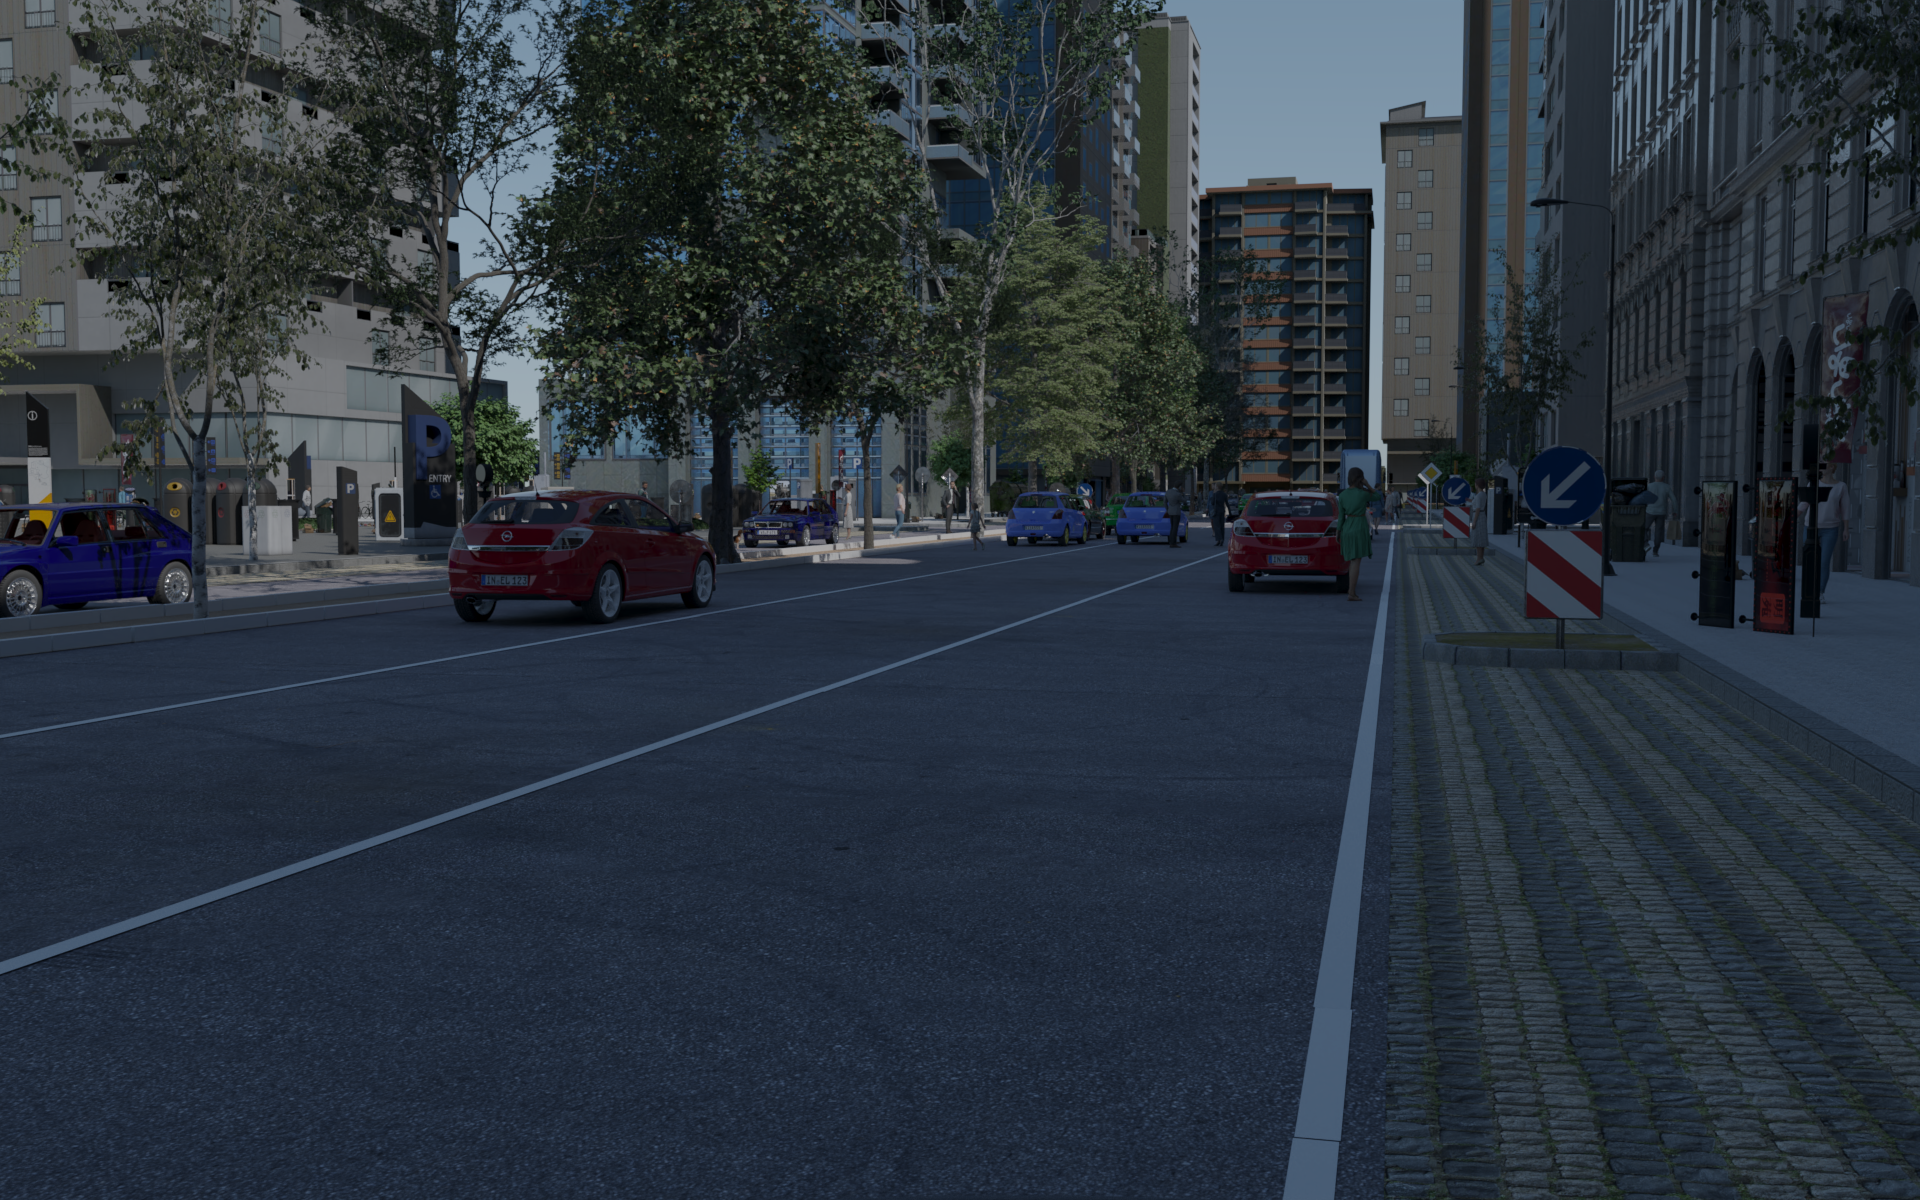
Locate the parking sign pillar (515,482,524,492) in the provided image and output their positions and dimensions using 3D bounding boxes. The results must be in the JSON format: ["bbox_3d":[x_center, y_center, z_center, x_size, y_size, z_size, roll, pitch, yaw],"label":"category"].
[{"bbox_3d":[-40.023,-10.276,156.491,1.447,3.967,1.447,-1,4,-13],"label":"parking sign pillar"}]

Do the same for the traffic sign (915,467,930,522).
[{"bbox_3d":[-1.750,-4.920,80.555,0.768,2.556,0.104,1,4,23],"label":"traffic sign"}]

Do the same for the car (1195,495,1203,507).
[{"bbox_3d":[23.700,-9.696,171.103,1.945,1.354,3.894,1,4,15],"label":"car"}]

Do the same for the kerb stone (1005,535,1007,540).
[{"bbox_3d":[1.393,-1.939,53.972,0.120,0.150,1.000,1,4,14],"label":"kerb stone"}]

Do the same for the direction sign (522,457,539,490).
[{"bbox_3d":[-25.266,-6.730,102.036,0.876,3.537,0.379,0,4,-2],"label":"direction sign"}]

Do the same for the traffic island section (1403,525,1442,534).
[{"bbox_3d":[17.272,-2.517,63.432,2.009,0.180,2.903,1,4,14],"label":"traffic island section"}]

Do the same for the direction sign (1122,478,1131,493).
[{"bbox_3d":[13.619,-9.120,141.109,0.876,3.537,0.379,-1,4,-9],"label":"direction sign"}]

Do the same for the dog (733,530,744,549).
[{"bbox_3d":[-5.956,-1.589,45.264,0.540,0.507,0.406,-2,4,-32],"label":"dog"}]

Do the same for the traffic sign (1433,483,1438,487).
[{"bbox_3d":[37.665,-8.383,136.793,0.795,2.593,0.064,1,4,15],"label":"traffic sign"}]

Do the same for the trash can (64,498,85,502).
[{"bbox_3d":[-30.875,-2.987,60.488,0.748,1.137,0.748,0,3,0],"label":"trash can"}]

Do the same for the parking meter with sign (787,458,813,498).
[{"bbox_3d":[-7.536,-5.384,84.283,1.738,3.016,0.543,-2,4,-35],"label":"parking meter with sign"}]

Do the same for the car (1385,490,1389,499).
[{"bbox_3d":[40.151,-9.565,165.057,2.281,1.827,5.304,1,4,14],"label":"car"}]

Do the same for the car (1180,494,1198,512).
[{"bbox_3d":[16.770,-7.300,129.140,2.009,1.686,4.222,1,4,13],"label":"car"}]

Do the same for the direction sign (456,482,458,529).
[{"bbox_3d":[-15.866,-3.825,54.541,0.379,3.537,0.876,-1,4,-14],"label":"direction sign"}]

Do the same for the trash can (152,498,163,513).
[{"bbox_3d":[-29.694,-3.235,64.543,0.748,1.137,0.748,0,3,0],"label":"trash can"}]

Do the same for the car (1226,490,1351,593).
[{"bbox_3d":[5.137,-1.077,26.650,2.155,1.783,4.494,1,4,13],"label":"car"}]

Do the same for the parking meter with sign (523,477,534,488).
[{"bbox_3d":[-21.797,-5.735,90.020,1.738,3.016,0.543,-1,4,-19],"label":"parking meter with sign"}]

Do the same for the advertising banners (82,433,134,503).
[{"bbox_3d":[-24.789,-3.318,50.437,2.074,3.025,0.090,1,4,23],"label":"advertising banners"}]

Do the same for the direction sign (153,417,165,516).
[{"bbox_3d":[-23.463,-3.597,50.811,0.379,3.537,0.876,0,4,-7],"label":"direction sign"}]

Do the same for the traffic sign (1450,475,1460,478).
[{"bbox_3d":[26.518,-5.541,92.722,0.606,2.300,0.079,1,4,19],"label":"traffic sign"}]

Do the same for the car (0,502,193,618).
[{"bbox_3d":[-10.768,-0.469,20.241,1.945,1.354,3.894,1,4,14],"label":"car"}]

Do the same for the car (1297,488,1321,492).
[{"bbox_3d":[22.644,-6.348,112.455,2.281,1.827,5.304,1,4,14],"label":"car"}]

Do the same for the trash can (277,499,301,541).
[{"bbox_3d":[-18.244,-2.158,46.937,0.748,1.137,0.748,0,3,0],"label":"trash can"}]

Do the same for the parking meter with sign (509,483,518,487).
[{"bbox_3d":[-29.724,-7.263,115.006,1.738,3.016,0.543,0,4,2],"label":"parking meter with sign"}]

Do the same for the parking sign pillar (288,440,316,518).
[{"bbox_3d":[-33.282,-6.046,87.325,1.447,3.967,1.447,2,4,32],"label":"parking sign pillar"}]

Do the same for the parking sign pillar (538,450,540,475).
[{"bbox_3d":[-24.957,-7.106,104.659,1.447,3.967,1.447,1,4,11],"label":"parking sign pillar"}]

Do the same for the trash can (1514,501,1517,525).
[{"bbox_3d":[22.112,-3.555,69.775,0.748,1.137,0.748,0,3,0],"label":"trash can"}]

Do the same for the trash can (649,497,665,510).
[{"bbox_3d":[-14.010,-4.194,80.227,0.748,1.137,0.748,0,3,0],"label":"trash can"}]

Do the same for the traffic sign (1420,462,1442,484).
[{"bbox_3d":[17.247,-3.741,63.356,0.795,2.593,0.064,1,4,14],"label":"traffic sign"}]

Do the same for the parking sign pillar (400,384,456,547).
[{"bbox_3d":[-13.160,-3.331,42.935,1.447,3.967,1.447,2,4,34],"label":"parking sign pillar"}]

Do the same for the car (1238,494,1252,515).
[{"bbox_3d":[20.420,-6.826,120.405,1.959,1.807,4.718,1,4,15],"label":"car"}]

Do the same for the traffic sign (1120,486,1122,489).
[{"bbox_3d":[12.196,-8.064,133.982,0.606,2.300,0.079,1,4,17],"label":"traffic sign"}]

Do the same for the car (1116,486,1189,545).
[{"bbox_3d":[5.630,-2.491,50.323,1.945,1.707,3.694,1,4,14],"label":"car"}]

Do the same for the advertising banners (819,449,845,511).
[{"bbox_3d":[-4.946,-4.344,67.213,0.090,3.025,2.074,2,4,24],"label":"advertising banners"}]

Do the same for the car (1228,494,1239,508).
[{"bbox_3d":[28.009,-10.200,178.774,2.014,1.417,4.499,1,4,15],"label":"car"}]

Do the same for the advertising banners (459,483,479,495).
[{"bbox_3d":[-29.290,-6.477,102.088,2.074,3.025,0.090,-1,4,-16],"label":"advertising banners"}]

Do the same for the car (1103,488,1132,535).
[{"bbox_3d":[6.171,-3.217,61.398,1.959,1.807,4.718,1,4,13],"label":"car"}]

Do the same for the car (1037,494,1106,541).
[{"bbox_3d":[3.471,-2.726,54.352,2.009,1.686,4.222,1,4,15],"label":"car"}]

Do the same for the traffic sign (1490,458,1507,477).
[{"bbox_3d":[19.258,-3.768,61.715,0.768,2.556,0.104,1,4,21],"label":"traffic sign"}]

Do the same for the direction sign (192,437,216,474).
[{"bbox_3d":[-29.962,-4.693,68.721,0.876,3.537,0.379,-3,4,-37],"label":"direction sign"}]

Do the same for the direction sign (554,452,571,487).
[{"bbox_3d":[-21.450,-6.205,93.445,0.876,3.537,0.379,-1,4,-16],"label":"direction sign"}]

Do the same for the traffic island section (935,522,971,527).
[{"bbox_3d":[-0.493,-3.295,76.147,2.009,0.180,2.903,1,4,14],"label":"traffic island section"}]

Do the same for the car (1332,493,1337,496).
[{"bbox_3d":[37.590,-10.091,174.580,1.945,1.707,3.694,1,4,14],"label":"car"}]

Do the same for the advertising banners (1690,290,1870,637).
[{"bbox_3d":[7.503,-1.208,15.932,0.090,3.025,2.074,-1,4,-16],"label":"advertising banners"}]

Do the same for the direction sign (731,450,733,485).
[{"bbox_3d":[-11.242,-5.717,85.465,0.379,3.537,0.876,0,4,-4],"label":"direction sign"}]

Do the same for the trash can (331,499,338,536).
[{"bbox_3d":[-19.153,-2.575,53.755,0.748,1.137,0.748,0,3,0],"label":"trash can"}]

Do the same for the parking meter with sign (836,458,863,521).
[{"bbox_3d":[-5.299,-5.260,82.259,0.543,3.016,1.738,2,4,28],"label":"parking meter with sign"}]

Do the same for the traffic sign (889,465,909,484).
[{"bbox_3d":[-2.425,-4.045,68.331,0.795,2.593,0.064,1,4,14],"label":"traffic sign"}]

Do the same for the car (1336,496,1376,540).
[{"bbox_3d":[11.664,-2.492,53.104,2.083,1.381,4.827,1,4,16],"label":"car"}]

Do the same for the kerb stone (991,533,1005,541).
[{"bbox_3d":[1.131,-1.883,52.977,0.120,0.150,1.000,1,4,14],"label":"kerb stone"}]

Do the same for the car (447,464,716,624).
[{"bbox_3d":[-4.374,-0.714,20.716,2.155,1.783,4.494,1,4,14],"label":"car"}]

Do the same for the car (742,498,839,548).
[{"bbox_3d":[-4.601,-2.126,47.342,1.945,1.354,3.894,1,4,14],"label":"car"}]

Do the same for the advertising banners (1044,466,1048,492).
[{"bbox_3d":[5.631,-6.800,107.367,0.090,3.025,2.074,2,4,27],"label":"advertising banners"}]

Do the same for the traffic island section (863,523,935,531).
[{"bbox_3d":[-2.450,-2.821,68.405,2.009,0.180,2.903,1,4,14],"label":"traffic island section"}]

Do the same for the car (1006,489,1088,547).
[{"bbox_3d":[2.486,-2.395,48.744,1.945,1.707,3.694,1,4,16],"label":"car"}]
